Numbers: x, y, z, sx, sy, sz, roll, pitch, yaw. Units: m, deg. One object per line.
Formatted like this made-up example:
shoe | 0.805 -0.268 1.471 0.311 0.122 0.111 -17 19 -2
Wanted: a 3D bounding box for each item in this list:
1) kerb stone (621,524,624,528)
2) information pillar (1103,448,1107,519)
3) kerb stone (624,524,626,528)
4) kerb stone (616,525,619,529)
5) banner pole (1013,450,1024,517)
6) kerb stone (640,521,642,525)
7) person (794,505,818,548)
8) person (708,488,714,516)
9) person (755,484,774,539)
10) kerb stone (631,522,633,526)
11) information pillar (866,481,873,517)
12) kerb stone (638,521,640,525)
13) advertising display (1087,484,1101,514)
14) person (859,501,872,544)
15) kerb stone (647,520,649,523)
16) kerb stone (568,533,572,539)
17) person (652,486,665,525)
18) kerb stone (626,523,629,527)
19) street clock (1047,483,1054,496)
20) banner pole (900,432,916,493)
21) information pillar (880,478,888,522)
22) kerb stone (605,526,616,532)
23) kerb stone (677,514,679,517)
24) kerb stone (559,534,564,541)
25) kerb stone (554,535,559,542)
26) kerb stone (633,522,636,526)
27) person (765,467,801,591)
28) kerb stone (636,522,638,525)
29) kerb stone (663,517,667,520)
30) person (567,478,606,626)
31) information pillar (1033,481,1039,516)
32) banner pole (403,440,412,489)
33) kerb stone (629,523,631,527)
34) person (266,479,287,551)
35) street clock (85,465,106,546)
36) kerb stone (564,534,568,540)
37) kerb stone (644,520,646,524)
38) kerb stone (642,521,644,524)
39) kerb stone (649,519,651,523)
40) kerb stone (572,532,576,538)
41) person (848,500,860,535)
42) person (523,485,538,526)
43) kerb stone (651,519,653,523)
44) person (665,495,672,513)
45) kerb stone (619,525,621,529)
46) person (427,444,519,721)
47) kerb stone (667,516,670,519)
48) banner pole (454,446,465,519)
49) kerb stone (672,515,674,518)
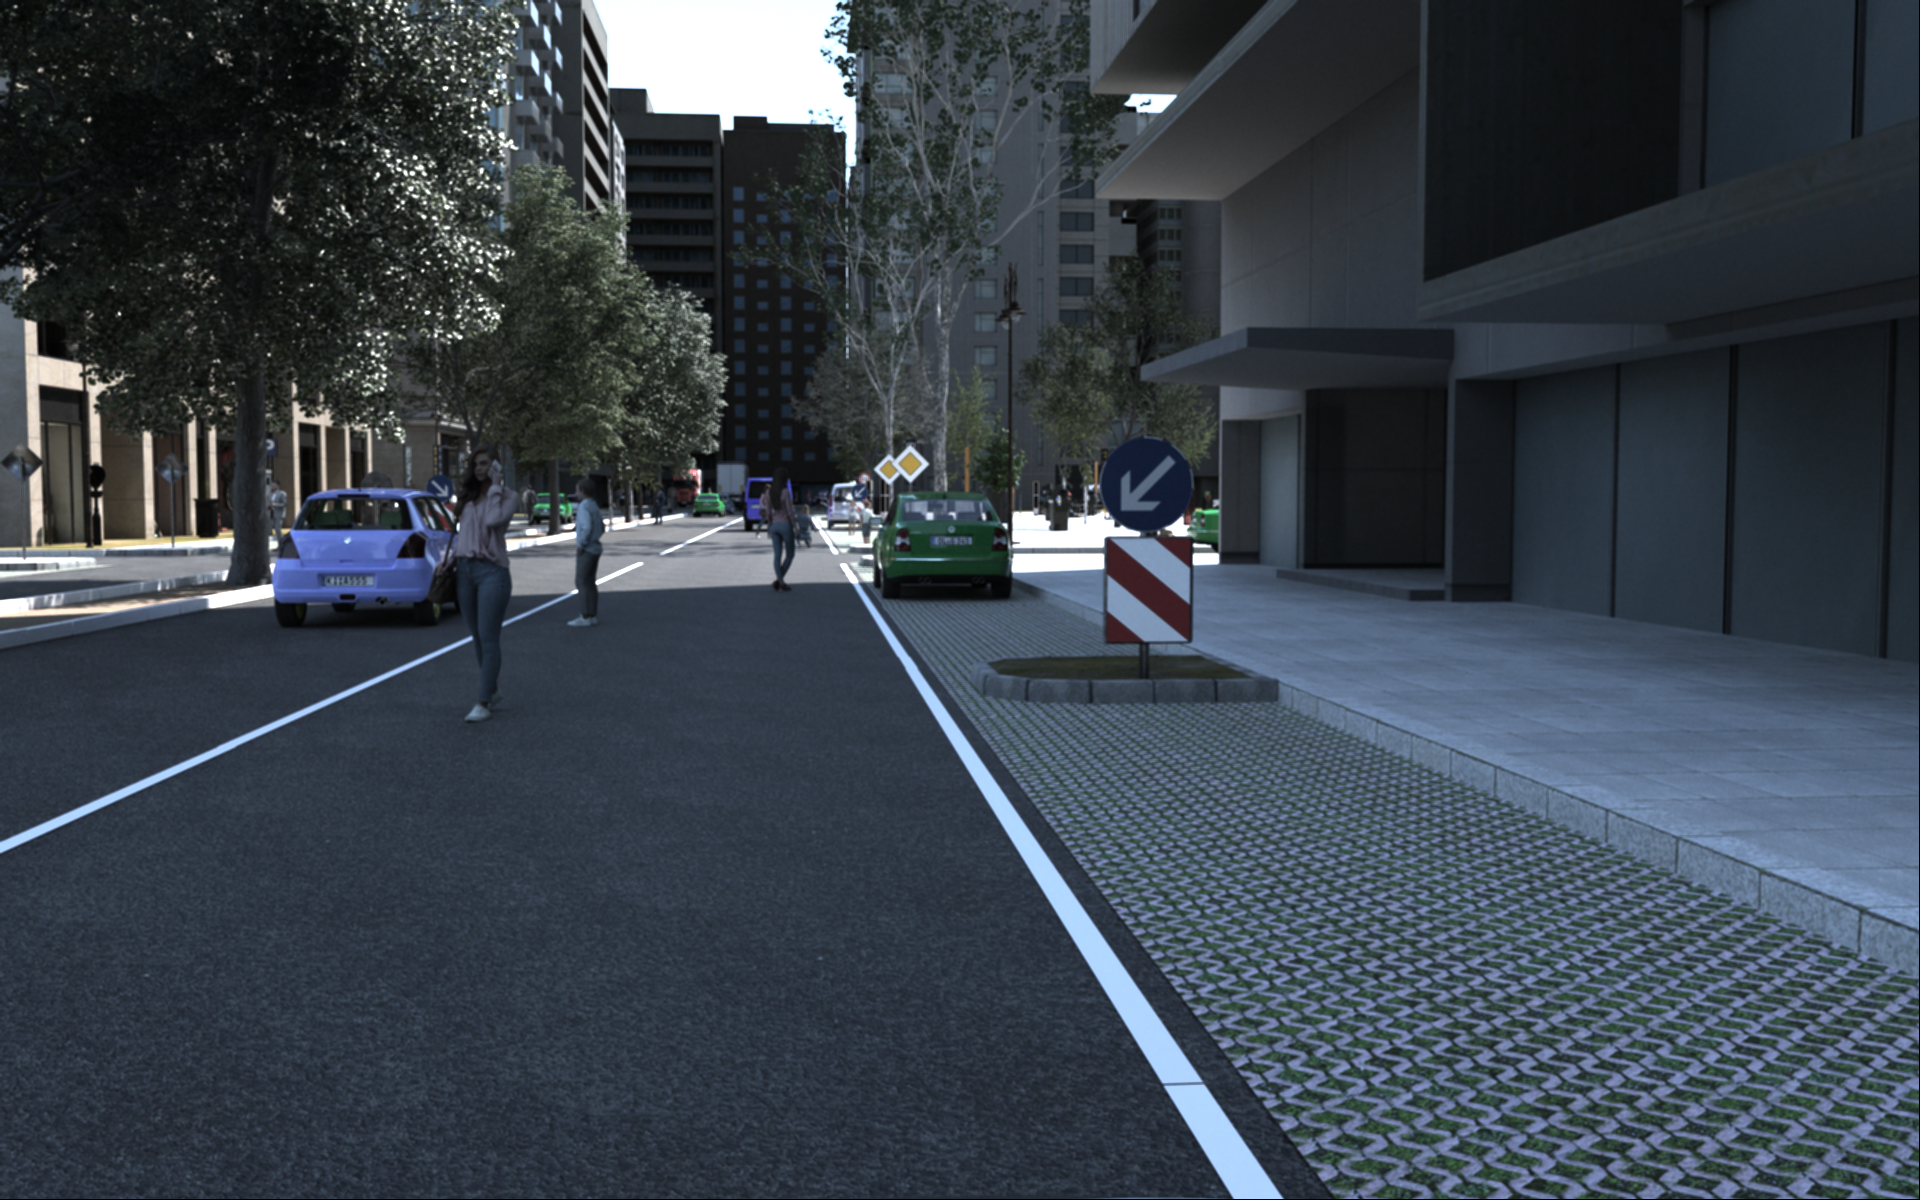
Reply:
kerb stone | -14.124 -3.025 71.652 0.120 0.150 1.000 0 4 -5
information pillar | 7.460 -5.971 88.985 0.183 3.616 0.504 0 4 -2
kerb stone | -14.224 -3.085 72.673 0.120 0.150 1.000 0 4 -5
kerb stone | -13.938 -2.900 69.614 0.120 0.150 1.000 0 4 -5
banner pole | 3.267 -6.576 97.529 0.401 3.779 0.863 3 4 38
kerb stone | -14.898 -3.518 79.810 0.120 0.150 1.000 0 4 -5
person | -4.298 -1.989 46.511 1.012 1.151 0.738 -1 4 -10
person | -16.082 -6.317 111.556 0.659 1.850 0.755 1 4 10
person | -6.289 -2.861 55.861 0.643 1.750 0.593 3 5 40
kerb stone | -14.507 -3.275 75.735 0.120 0.150 1.000 0 4 -5
information pillar | -4.928 -5.487 94.206 0.304 2.012 0.304 1 4 17
kerb stone | -14.797 -3.462 78.793 0.120 0.150 1.000 0 4 -5
advertising display | 8.548 -6.444 110.574 0.974 1.923 0.123 -2 4 -32
person | -2.499 -1.993 45.776 0.332 1.250 0.352 1 4 14
kerb stone | -15.274 -3.773 83.892 0.120 0.150 1.000 0 4 -5
kerb stone | -12.587 -2.024 55.302 0.120 0.150 1.000 0 4 -5
person | -14.103 -4.434 81.174 0.721 1.800 0.419 3 5 43
kerb stone | -14.320 -3.150 73.691 0.120 0.150 1.000 0 4 -5
street clock | 5.983 -6.746 114.863 0.358 2.002 0.471 3 4 36
banner pole | -2.128 -4.874 69.699 0.863 3.779 0.401 -1 4 -20
information pillar | -3.459 -4.598 79.676 0.304 2.012 0.304 2 4 34
kerb stone | -13.828 -2.838 68.591 0.120 0.150 1.000 0 4 -5
kerb stone | -17.199 -5.022 104.315 0.120 0.150 1.000 0 4 -5
kerb stone | -12.394 -1.900 53.266 0.120 0.150 1.000 0 4 -5
kerb stone | -12.299 -1.838 52.249 0.120 0.150 1.000 0 4 -5
kerb stone | -14.598 -3.337 76.754 0.120 0.150 1.000 0 4 -5
person | -2.610 -1.046 25.610 0.555 1.821 0.388 1 4 21
kerb stone | -14.697 -3.397 77.773 0.120 0.150 1.000 0 4 -5
kerb stone | -16.339 -4.455 95.137 0.120 0.150 1.000 0 4 -5
person | -4.094 -0.533 19.023 0.330 1.601 0.589 1 4 16
information pillar | 4.425 -5.894 100.860 0.304 2.012 0.304 0 4 2
banner pole | -25.544 -5.505 80.028 0.863 3.779 0.401 3 5 43
kerb stone | -14.407 -3.212 74.712 0.120 0.150 1.000 0 4 -5
person | -17.198 -2.126 43.454 0.606 1.804 0.583 2 4 24
street clock | -21.528 -2.361 43.166 0.471 2.002 0.358 -2 4 -24
kerb stone | -12.493 -1.963 54.284 0.120 0.150 1.000 0 4 -5
kerb stone | -15.079 -3.646 81.851 0.120 0.150 1.000 0 4 -5
kerb stone | -14.991 -3.586 80.831 0.120 0.150 1.000 0 4 -5
kerb stone | -15.375 -3.835 84.909 0.120 0.150 1.000 0 4 -5
kerb stone | -12.679 -2.085 56.331 0.120 0.150 1.000 0 4 -5
person | -3.642 -2.837 59.906 0.505 1.210 0.382 1 4 17
person | -19.351 -4.248 78.056 0.679 1.850 0.850 0 4 -3
kerb stone | -15.466 -3.892 85.942 0.120 0.150 1.000 0 4 -5
person | -22.179 -7.502 131.873 0.721 1.735 1.217 2 4 26
kerb stone | -14.023 -2.955 70.635 0.120 0.150 1.000 0 4 -5
person | -3.058 -0.125 11.138 0.593 1.750 0.643 1 4 22
kerb stone | -16.523 -4.584 97.183 0.120 0.150 1.000 0 4 -5
banner pole | -26.119 -6.145 90.492 0.863 3.779 0.401 2 4 30
kerb stone | -16.814 -4.773 100.241 0.120 0.150 1.000 0 4 -5
